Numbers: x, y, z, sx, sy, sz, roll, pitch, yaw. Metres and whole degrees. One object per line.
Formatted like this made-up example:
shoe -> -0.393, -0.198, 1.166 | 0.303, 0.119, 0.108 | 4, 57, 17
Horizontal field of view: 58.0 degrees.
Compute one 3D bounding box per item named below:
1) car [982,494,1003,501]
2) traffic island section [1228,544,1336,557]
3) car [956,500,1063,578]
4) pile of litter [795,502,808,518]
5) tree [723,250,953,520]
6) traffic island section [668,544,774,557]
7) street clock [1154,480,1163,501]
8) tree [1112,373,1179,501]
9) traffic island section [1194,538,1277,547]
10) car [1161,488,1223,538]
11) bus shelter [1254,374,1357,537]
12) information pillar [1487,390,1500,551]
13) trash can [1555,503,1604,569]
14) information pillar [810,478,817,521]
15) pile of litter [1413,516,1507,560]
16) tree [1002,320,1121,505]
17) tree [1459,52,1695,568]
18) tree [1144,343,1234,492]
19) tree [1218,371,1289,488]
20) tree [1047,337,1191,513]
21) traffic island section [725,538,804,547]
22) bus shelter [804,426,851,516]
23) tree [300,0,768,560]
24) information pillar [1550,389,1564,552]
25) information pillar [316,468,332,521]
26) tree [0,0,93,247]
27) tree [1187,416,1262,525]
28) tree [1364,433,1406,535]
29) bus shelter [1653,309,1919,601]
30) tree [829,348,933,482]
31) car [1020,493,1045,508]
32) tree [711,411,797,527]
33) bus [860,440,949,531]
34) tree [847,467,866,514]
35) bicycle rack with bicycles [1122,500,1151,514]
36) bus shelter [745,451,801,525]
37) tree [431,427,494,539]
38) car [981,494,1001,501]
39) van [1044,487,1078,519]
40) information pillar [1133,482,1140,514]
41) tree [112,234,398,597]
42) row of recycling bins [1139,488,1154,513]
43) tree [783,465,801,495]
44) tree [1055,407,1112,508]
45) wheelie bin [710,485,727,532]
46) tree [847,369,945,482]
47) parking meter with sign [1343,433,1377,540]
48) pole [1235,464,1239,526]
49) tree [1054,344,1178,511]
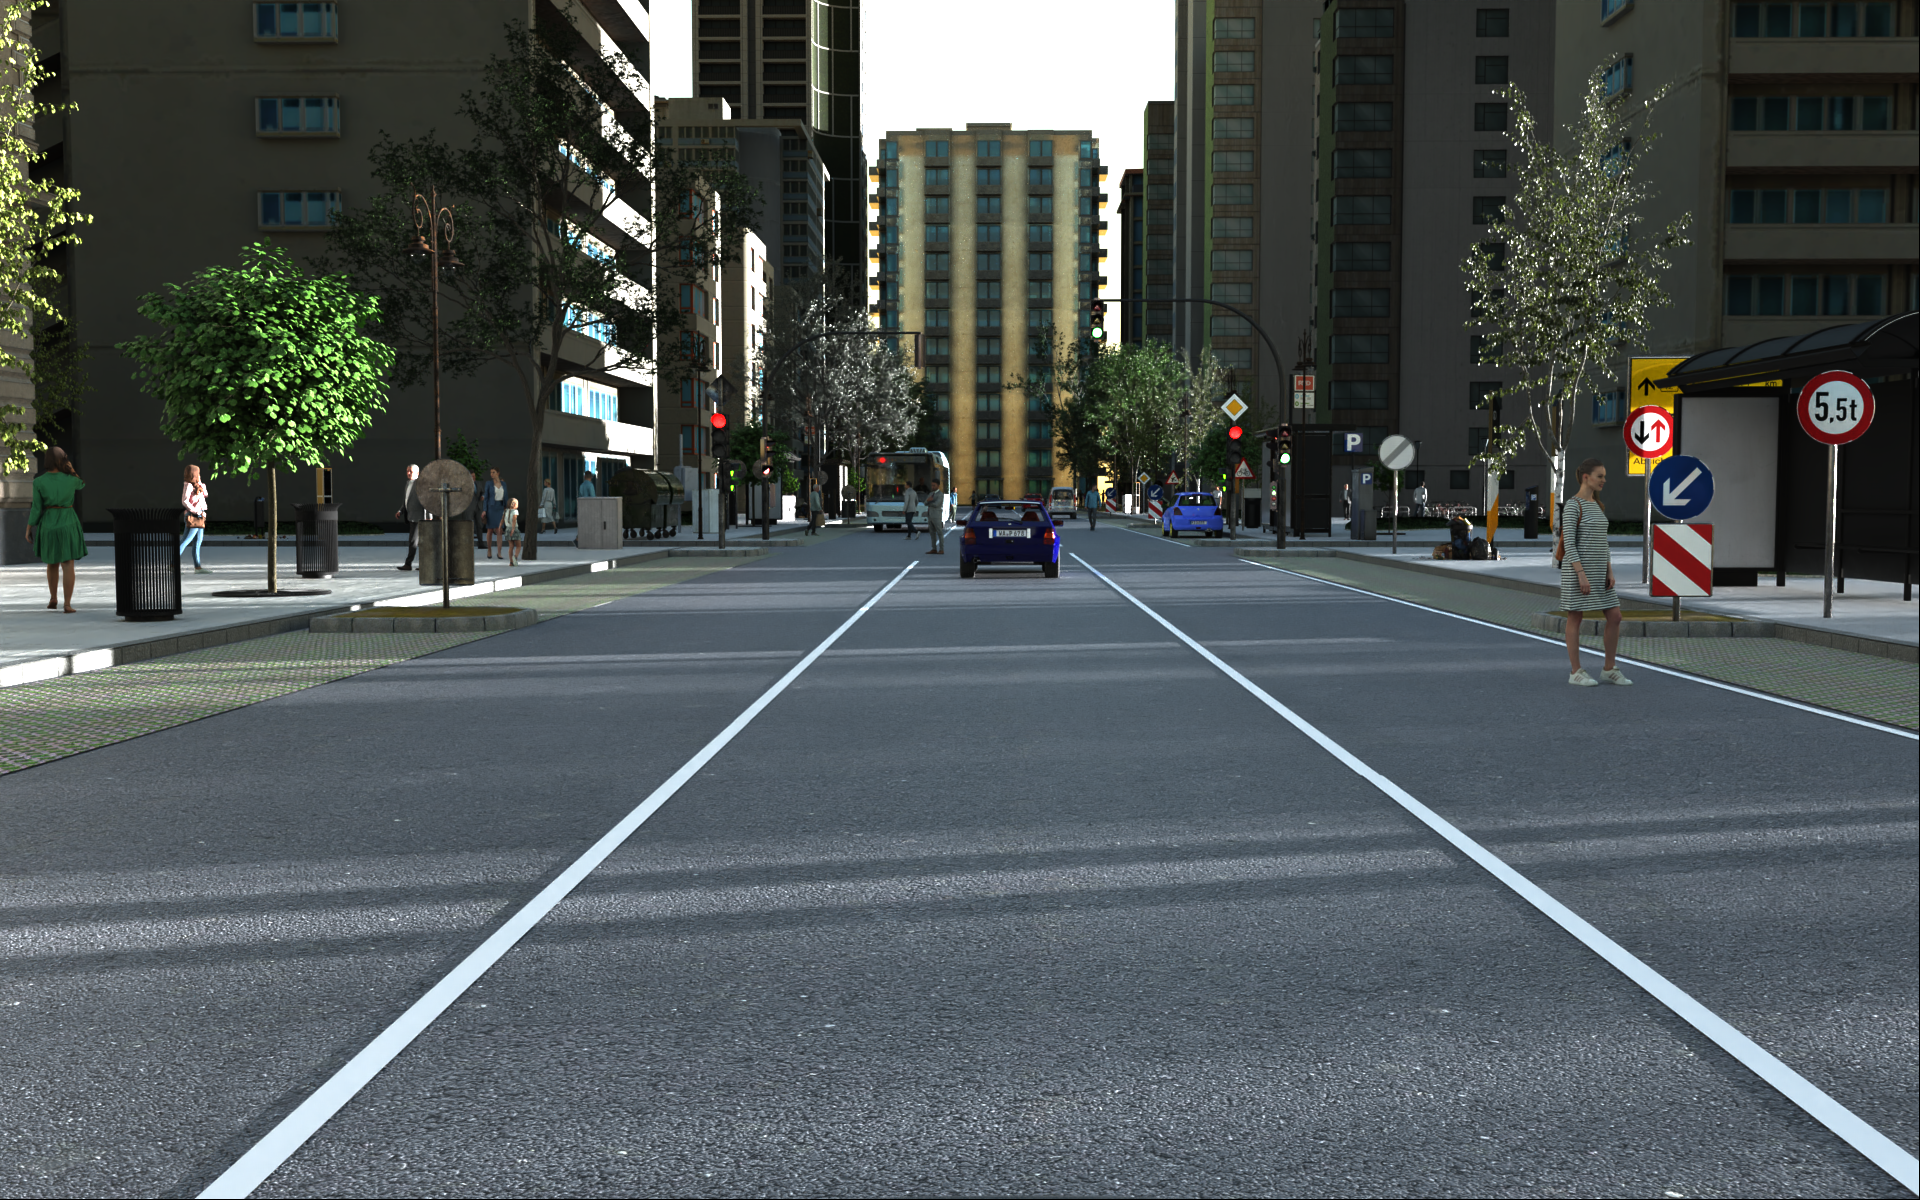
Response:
car -> 3.136, -9.475, 166.913 | 2.014, 1.417, 4.499 | 0, 4, 2
traffic island section -> 7.520, -1.114, 40.496 | 2.009, 0.180, 2.903 | 0, 4, 1
car -> 0.891, -1.128, 31.017 | 1.945, 1.354, 3.894 | 0, 4, 2
pile of litter -> -8.147, -4.822, 92.812 | 1.719, 0.858, 1.176 | -2, 4, -30
tree -> -7.102, -10.767, 86.410 | 12.009, 13.543, 11.850 | 0, 3, 0
traffic island section -> -5.619, -1.129, 40.732 | 2.009, 0.180, 2.903 | 0, 4, 1
street clock -> 10.539, -5.344, 91.943 | 0.471, 2.002, 0.358 | 1, 4, 17
tree -> 11.351, -9.407, 104.161 | 4.737, 8.622, 4.395 | 0, 3, 0
traffic island section -> 7.662, -1.602, 48.479 | 2.009, 0.180, 2.903 | 0, 4, 1
car -> 7.649, -2.912, 57.210 | 1.945, 1.707, 3.694 | 0, 4, 0
bus shelter -> 10.813, -4.780, 55.783 | 2.179, 5.291, 8.768 | 0, 4, 1
information pillar -> 12.090, -2.931, 39.270 | 0.183, 3.616, 0.504 | 3, 4, 37
trash can -> 10.071, -1.011, 28.187 | 0.748, 1.137, 0.748 | 0, 3, 0
information pillar -> -6.867, -4.672, 80.881 | 0.304, 2.012, 0.304 | -1, 4, -14
pile of litter -> 9.819, -1.228, 34.046 | 1.719, 0.858, 1.176 | 2, 4, 33
tree -> 11.307, -20.337, 188.403 | 12.611, 20.169, 13.585 | 0, 3, 0
tree -> 10.438, -4.868, 29.959 | 4.360, 8.622, 3.978 | 0, 3, 0
tree -> 11.321, -8.168, 83.903 | 4.360, 8.622, 3.978 | 0, 3, 0
tree -> 16.942, -9.277, 102.037 | 4.737, 8.622, 4.395 | 0, 3, 0
tree -> 11.608, -11.596, 115.351 | 9.928, 11.665, 9.643 | 0, 3, 0
traffic island section -> -5.478, -1.617, 48.716 | 2.009, 0.180, 2.903 | 0, 4, 1
bus shelter -> -7.997, -7.748, 104.319 | 2.179, 5.291, 8.768 | 0, 4, 1
tree -> -8.185, -6.037, 33.123 | 8.767, 10.594, 7.601 | -3, 5, -39
information pillar -> 13.232, -2.877, 38.399 | 0.183, 3.616, 0.504 | 3, 4, 38
information pillar -> -17.925, -2.714, 48.868 | 0.304, 2.012, 0.304 | 2, 4, 34
tree -> -13.919, -4.487, 23.722 | 4.737, 8.622, 4.395 | 0, 3, 0
tree -> 11.341, -5.460, 72.977 | 4.285, 4.588, 4.351 | 0, 3, 0
tree -> 13.672, -3.685, 54.844 | 1.663, 3.219, 1.824 | 0, 3, 0
bus shelter -> 10.664, -1.689, 21.543 | 2.014, 3.302, 5.546 | 0, 4, 1
tree -> -6.736, -13.214, 134.179 | 7.486, 12.596, 7.792 | 0, 3, 0
car -> 5.962, -8.118, 141.763 | 2.155, 1.783, 4.494 | 0, 3, 0
tree -> -8.061, -5.172, 68.272 | 4.285, 4.588, 4.351 | 0, 3, 0
bus -> -1.990, -4.560, 69.418 | 2.948, 3.499, 13.247 | 0, 4, 2
tree -> -7.046, -7.213, 112.534 | 1.663, 3.219, 1.824 | 0, 3, 0
bicycle rack with bicycles -> 12.338, -6.052, 112.332 | 2.852, 0.926, 2.925 | -3, 4, -38
bus shelter -> -8.119, -4.930, 74.528 | 2.014, 3.302, 5.546 | 0, 4, 1
tree -> -14.531, -3.392, 50.055 | 1.663, 3.219, 1.824 | 0, 3, 0
car -> 3.110, -10.135, 175.485 | 2.009, 1.686, 4.222 | 0, 4, 2
van -> 5.891, -5.730, 100.700 | 2.013, 2.044, 4.112 | 0, 4, 1
information pillar -> 11.162, -6.434, 109.680 | 0.304, 2.012, 0.304 | -3, 4, -37
tree -> -8.868, -2.341, 21.997 | 4.285, 4.588, 4.351 | 0, 3, 0
row of recycling bins -> 12.960, -6.927, 120.368 | 1.069, 1.692, 3.534 | 0, 4, -5
tree -> -11.472, -7.284, 113.690 | 1.663, 3.219, 1.824 | 0, 3, 0
tree -> 11.967, -13.643, 157.472 | 7.601, 10.594, 8.767 | 1, 4, 15
wheelie bin -> -8.249, -3.116, 58.862 | 0.693, 1.594, 0.980 | 0, 4, -7
tree -> -6.097, -15.667, 162.811 | 9.857, 13.997, 8.962 | 0, 3, 0
parking meter with sign -> 11.280, -3.202, 48.617 | 0.543, 3.016, 1.738 | 0, 4, -5
pole -> 11.013, -4.591, 68.911 | 0.158, 3.312, 0.155 | 0, 3, 0
tree -> 11.960, -13.170, 132.338 | 9.611, 12.733, 9.660 | 0, 3, 0
